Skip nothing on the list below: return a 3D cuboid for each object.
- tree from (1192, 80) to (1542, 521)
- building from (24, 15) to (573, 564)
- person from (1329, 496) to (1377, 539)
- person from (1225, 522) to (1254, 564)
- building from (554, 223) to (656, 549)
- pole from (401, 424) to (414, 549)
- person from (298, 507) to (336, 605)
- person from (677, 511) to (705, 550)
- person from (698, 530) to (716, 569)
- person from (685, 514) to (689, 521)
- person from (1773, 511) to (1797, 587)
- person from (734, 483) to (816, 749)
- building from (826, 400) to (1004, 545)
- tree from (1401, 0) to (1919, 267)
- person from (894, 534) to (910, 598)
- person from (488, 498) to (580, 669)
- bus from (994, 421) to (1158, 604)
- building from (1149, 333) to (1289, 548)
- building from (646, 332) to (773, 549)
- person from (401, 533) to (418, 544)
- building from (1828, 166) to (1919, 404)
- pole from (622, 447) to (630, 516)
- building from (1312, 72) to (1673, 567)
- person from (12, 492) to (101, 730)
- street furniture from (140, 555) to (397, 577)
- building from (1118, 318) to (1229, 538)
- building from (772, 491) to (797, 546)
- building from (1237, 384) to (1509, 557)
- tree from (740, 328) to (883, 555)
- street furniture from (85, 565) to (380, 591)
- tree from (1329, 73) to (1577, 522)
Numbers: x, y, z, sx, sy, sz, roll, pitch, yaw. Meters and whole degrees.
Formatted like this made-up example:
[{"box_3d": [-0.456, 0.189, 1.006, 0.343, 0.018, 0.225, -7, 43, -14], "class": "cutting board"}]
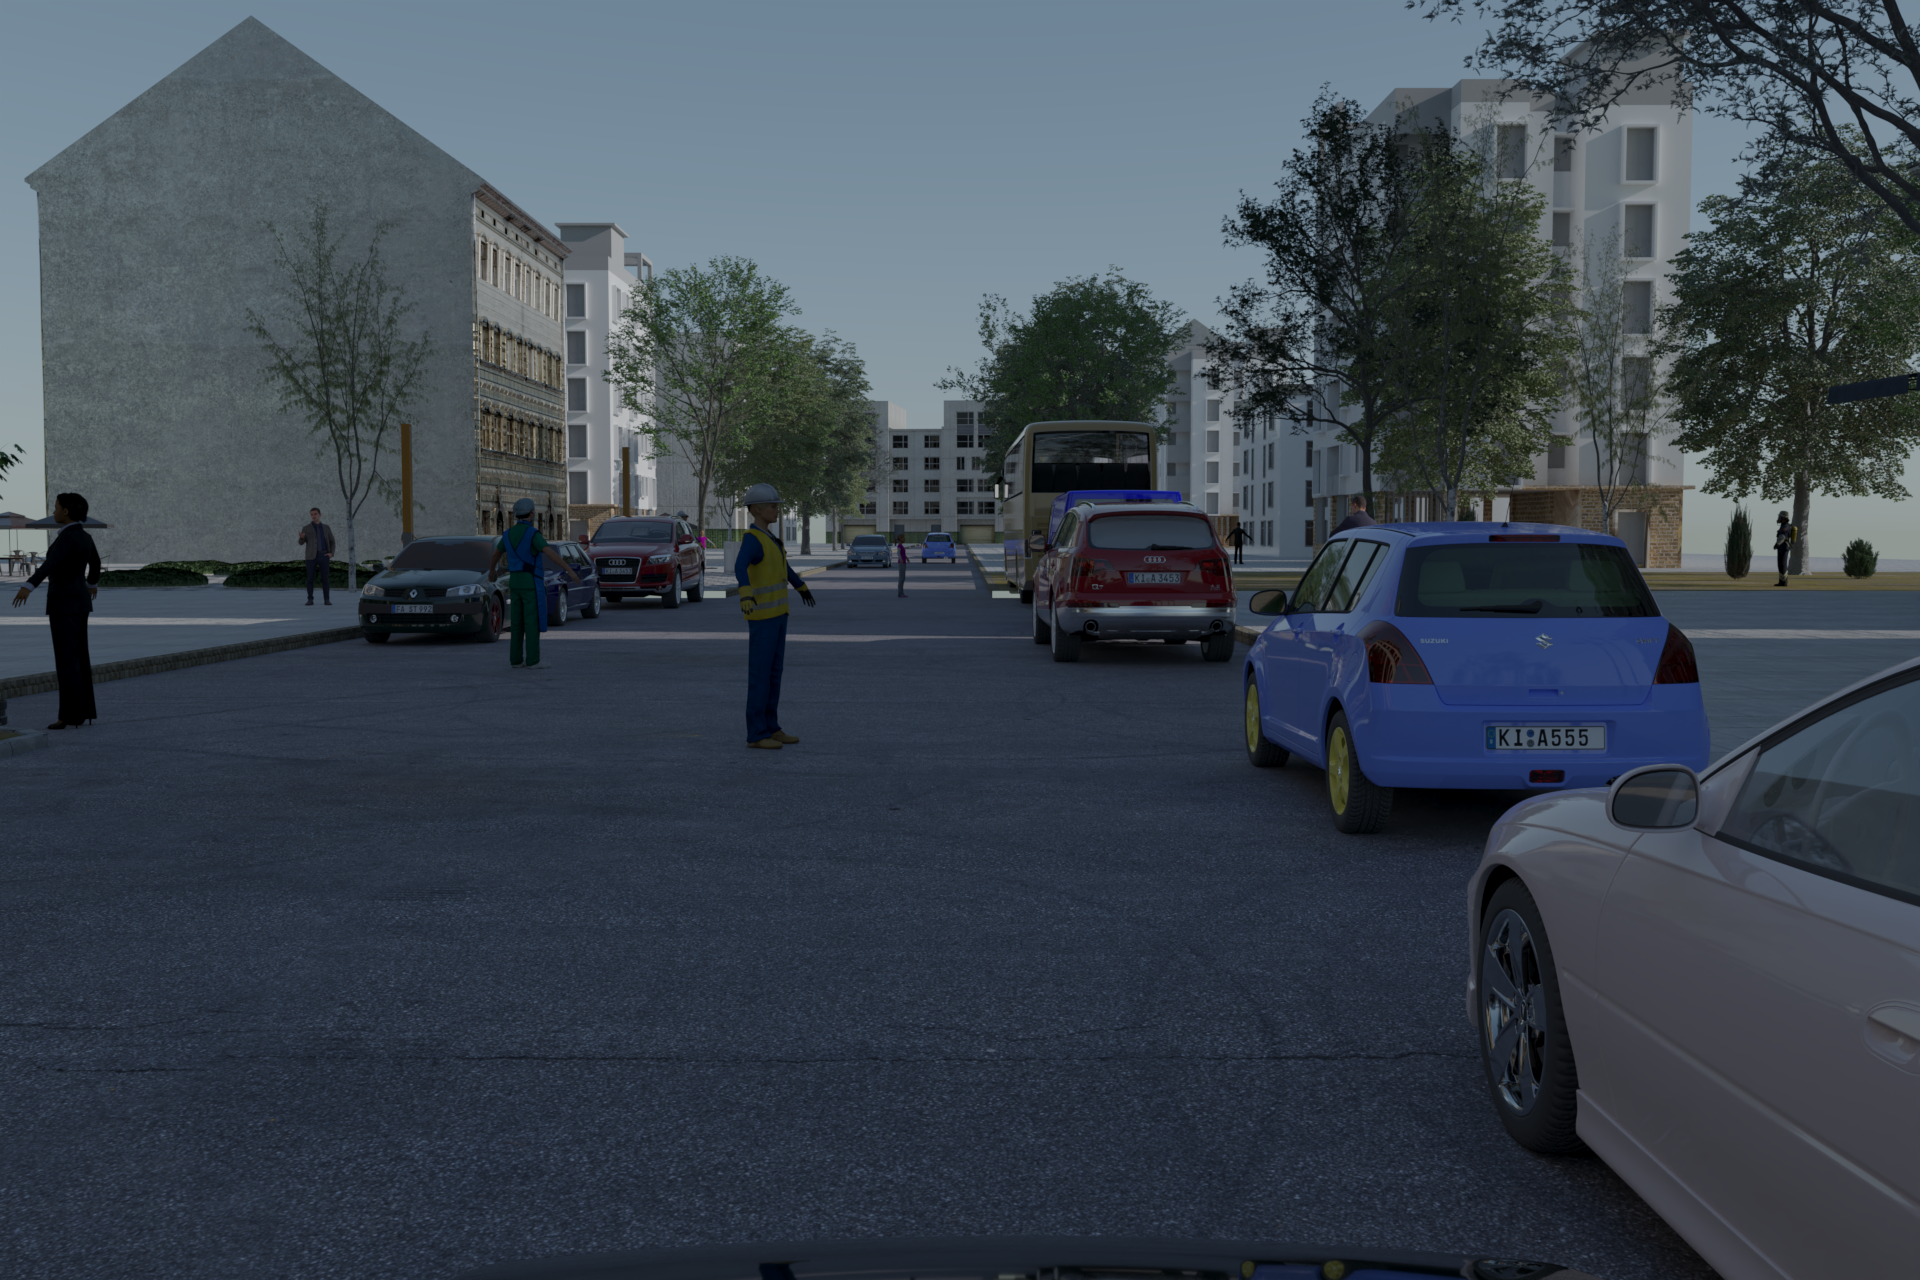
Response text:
[{"box_3d": [8.359, -6.228, 36.244, 7.601, 10.594, 8.767, 1, 4, 9], "class": "tree"}, {"box_3d": [-30.147, -15.419, 83.037, 19.493, 23.208, 18.063, 0, 4, -1], "class": "building"}, {"box_3d": [4.961, -0.958, 22.160, 0.683, 1.767, 0.568, -2, 4, -24], "class": "person"}, {"box_3d": [11.853, -4.122, 73.612, 1.346, 1.802, 0.704, 2, 4, 33], "class": "person"}, {"box_3d": [-25.943, -15.303, 106.622, 16.016, 20.090, 11.380, 0, 4, 0], "class": "building"}, {"box_3d": [-10.236, -2.340, 32.109, 0.158, 3.312, 0.155, 0, 3, 0], "class": "pole"}, {"box_3d": [-11.516, -1.495, 31.015, 0.617, 1.759, 0.750, -1, 4, -17], "class": "person"}, {"box_3d": [-6.589, -2.149, 41.103, 1.349, 1.833, 0.705, 3, 4, 38], "class": "person"}, {"box_3d": [-9.338, -3.275, 62.810, 0.991, 1.433, 0.599, -1, 4, -17], "class": "person"}, {"box_3d": [-7.107, -2.351, 44.372, 0.705, 1.837, 1.347, -1, 4, -11], "class": "person"}, {"box_3d": [20.111, -2.239, 42.385, 0.705, 1.856, 1.354, 2, 4, 31], "class": "person"}, {"box_3d": [-1.236, -0.168, 11.675, 0.721, 1.772, 1.216, 1, 4, 15], "class": "person"}, {"box_3d": [-1.236, -22.417, 235.427, 31.486, 18.905, 16.747, 0, 4, 6], "class": "building"}, {"box_3d": [8.496, -6.343, 14.074, 12.009, 13.543, 11.850, 0, 3, 0], "class": "tree"}, {"box_3d": [-1.256, -1.675, 39.116, 0.599, 1.433, 0.991, 0, 4, 8], "class": "person"}, {"box_3d": [-4.614, -0.607, 18.507, 1.347, 1.817, 0.704, 2, 4, 33], "class": "person"}, {"box_3d": [2.386, -2.873, 38.520, 2.896, 3.916, 12.252, 0, 4, -1], "class": "bus"}, {"box_3d": [23.856, -19.233, 170.878, 16.016, 20.090, 11.380, 0, 4, 0], "class": "building"}, {"box_3d": [-28.182, -18.418, 167.594, 16.747, 18.905, 31.486, 0, 4, 0], "class": "building"}, {"box_3d": [-22.225, -3.904, 69.957, 1.348, 1.813, 0.705, 3, 5, 40], "class": "person"}, {"box_3d": [25.079, -17.298, 28.942, 12.429, 33.558, 17.177, 0, 4, 0], "class": "building"}, {"box_3d": [-7.814, -2.860, 40.606, 0.158, 3.312, 0.155, 0, 3, 0], "class": "pole"}, {"box_3d": [21.112, -13.509, 77.299, 16.016, 20.090, 11.380, 0, 4, 0], "class": "building"}, {"box_3d": [-6.656, -0.222, 12.811, 0.721, 1.740, 1.216, 0, 4, -4], "class": "person"}, {"box_3d": [-20.656, -2.310, 53.387, 10.072, 0.657, 5.734, 3, 5, 43], "class": "street furniture"}, {"box_3d": [23.794, -21.717, 185.997, 19.493, 23.208, 18.063, 0, 4, 0], "class": "building"}, {"box_3d": [-23.240, -15.782, 200.179, 9.099, 9.664, 28.070, 0, 4, 0], "class": "building"}, {"box_3d": [22.352, -9.473, 97.037, 9.099, 9.664, 28.070, 0, 4, 0], "class": "building"}, {"box_3d": [-9.753, -12.323, 108.140, 9.857, 13.997, 8.962, 0, 3, 0], "class": "tree"}, {"box_3d": [-15.622, -1.621, 42.126, 10.072, 0.657, 5.734, 1, 4, 16], "class": "street furniture"}, {"box_3d": [7.958, -4.749, 28.013, 4.360, 8.622, 3.978, 0, 3, 0], "class": "tree"}]
